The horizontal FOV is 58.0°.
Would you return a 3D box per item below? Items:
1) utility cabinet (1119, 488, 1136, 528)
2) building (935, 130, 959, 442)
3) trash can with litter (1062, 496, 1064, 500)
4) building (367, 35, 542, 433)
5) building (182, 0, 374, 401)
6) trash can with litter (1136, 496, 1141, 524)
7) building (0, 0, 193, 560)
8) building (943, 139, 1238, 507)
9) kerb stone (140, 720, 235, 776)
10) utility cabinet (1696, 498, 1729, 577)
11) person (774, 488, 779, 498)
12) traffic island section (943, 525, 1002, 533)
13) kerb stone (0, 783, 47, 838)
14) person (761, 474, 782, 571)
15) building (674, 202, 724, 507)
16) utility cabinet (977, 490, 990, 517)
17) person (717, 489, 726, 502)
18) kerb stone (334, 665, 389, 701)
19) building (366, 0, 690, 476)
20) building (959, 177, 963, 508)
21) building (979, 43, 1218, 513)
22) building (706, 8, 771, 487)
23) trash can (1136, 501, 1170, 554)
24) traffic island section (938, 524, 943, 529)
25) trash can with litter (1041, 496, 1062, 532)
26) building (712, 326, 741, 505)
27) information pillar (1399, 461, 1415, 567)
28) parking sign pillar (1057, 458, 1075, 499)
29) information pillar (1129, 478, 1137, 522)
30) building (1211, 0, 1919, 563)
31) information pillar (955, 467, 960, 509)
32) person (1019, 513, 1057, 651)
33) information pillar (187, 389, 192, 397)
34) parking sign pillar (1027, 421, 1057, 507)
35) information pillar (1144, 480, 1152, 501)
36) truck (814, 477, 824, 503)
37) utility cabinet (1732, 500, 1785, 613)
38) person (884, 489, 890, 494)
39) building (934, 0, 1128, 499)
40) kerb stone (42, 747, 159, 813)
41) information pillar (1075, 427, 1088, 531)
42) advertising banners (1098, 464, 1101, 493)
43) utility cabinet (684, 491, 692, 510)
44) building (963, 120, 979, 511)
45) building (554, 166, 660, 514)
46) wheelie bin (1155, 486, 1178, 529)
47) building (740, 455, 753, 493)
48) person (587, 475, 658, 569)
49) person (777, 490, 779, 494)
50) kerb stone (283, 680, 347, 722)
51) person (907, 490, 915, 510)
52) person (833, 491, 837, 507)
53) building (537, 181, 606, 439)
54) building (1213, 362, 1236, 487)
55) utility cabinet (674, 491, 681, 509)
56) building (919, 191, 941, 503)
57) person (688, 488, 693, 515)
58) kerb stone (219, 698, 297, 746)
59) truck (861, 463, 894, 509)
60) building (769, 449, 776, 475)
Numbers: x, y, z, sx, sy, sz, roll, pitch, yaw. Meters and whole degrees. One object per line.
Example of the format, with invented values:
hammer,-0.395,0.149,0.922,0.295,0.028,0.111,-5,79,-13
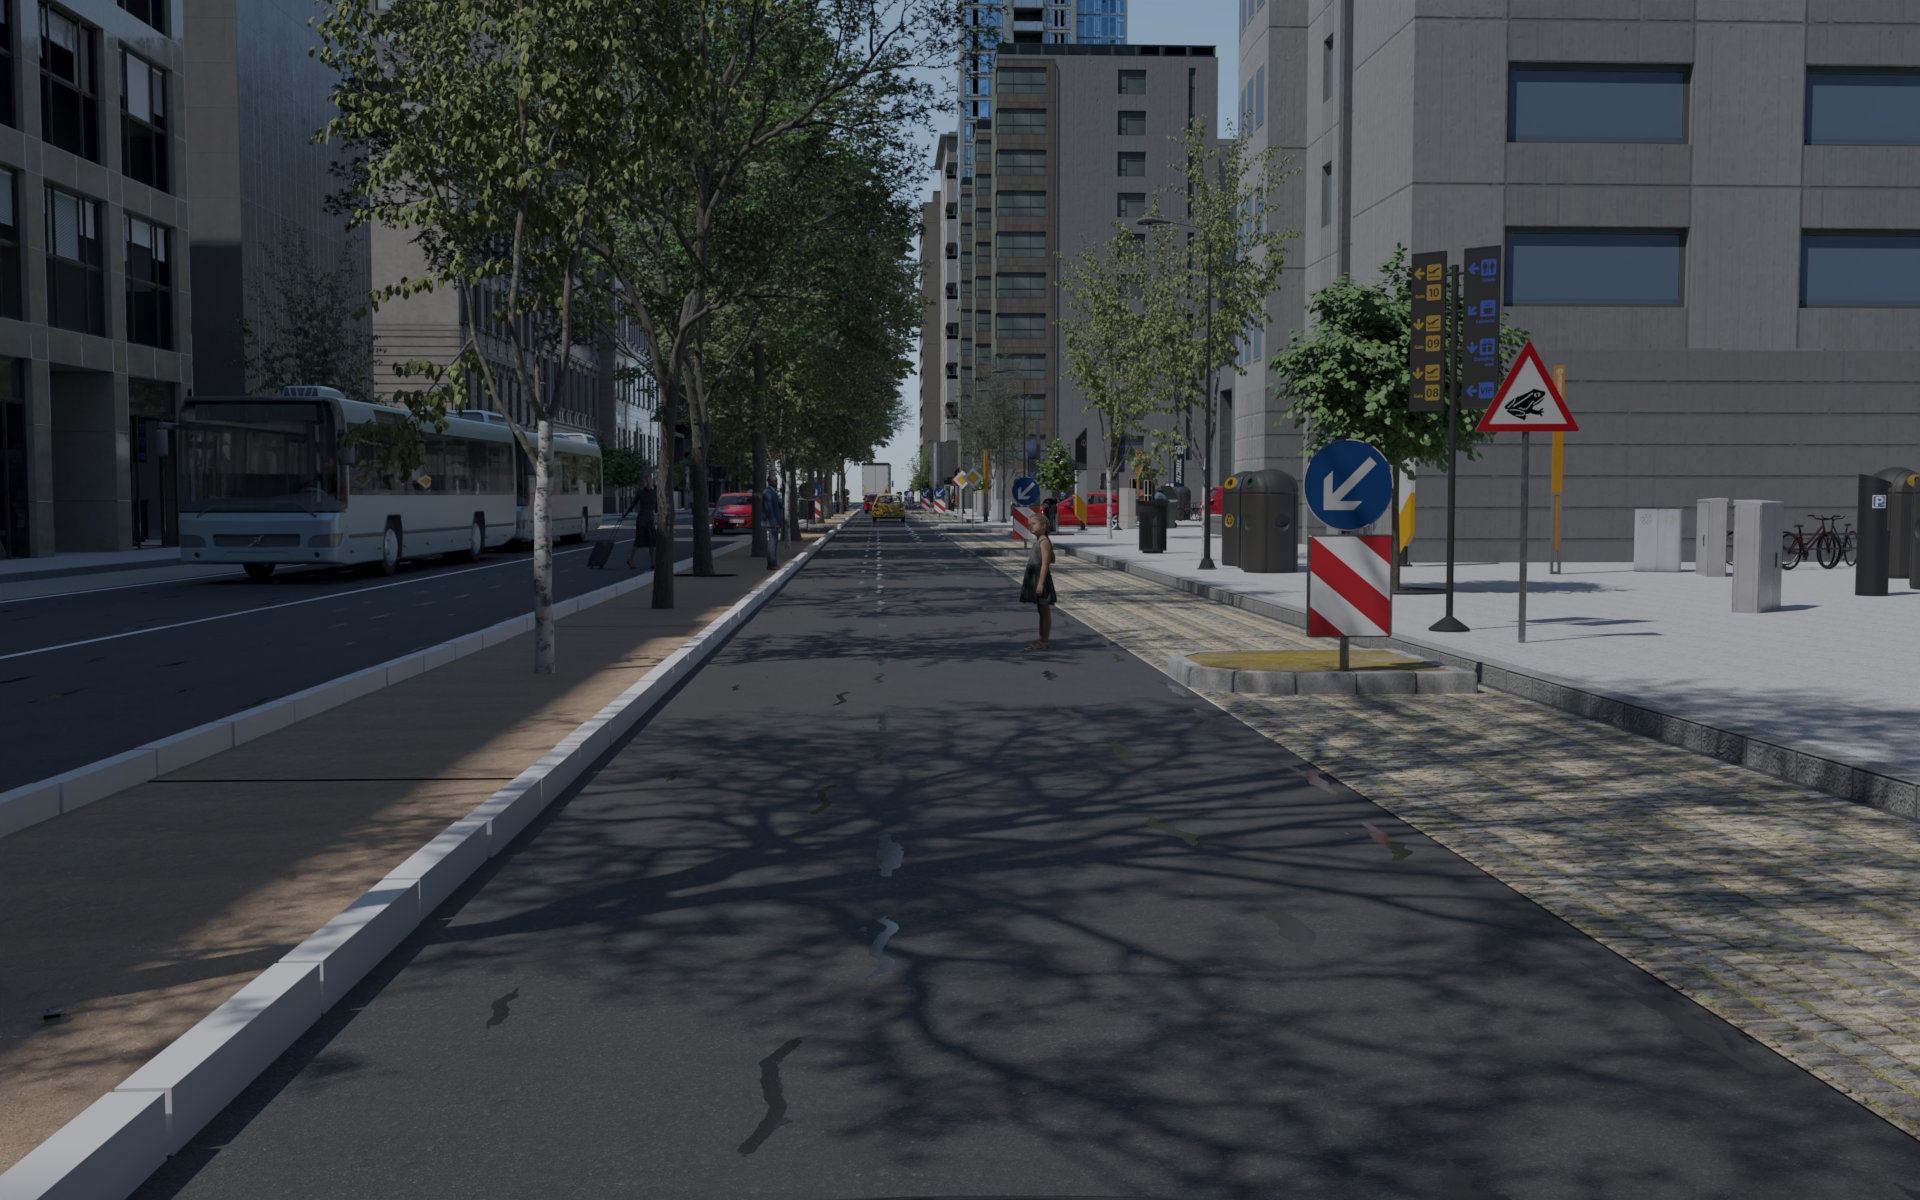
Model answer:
utility cabinet,6.223,-3.401,64.277,0.318,1.500,1.173,-1,4,-11
building,11.085,-40.261,247.506,28.713,52.752,27.495,0,4,-3
trash can with litter,4.879,-4.730,88.728,0.624,1.170,1.055,-3,4,-36
building,-26.223,-14.231,81.830,9.793,20.994,18.267,0,4,-3
building,-35.232,-14.387,54.287,30.058,24.678,14.314,0,4,-3
trash can with litter,7.147,-3.879,74.487,2.233,1.210,1.678,1,4,19
building,-27.575,-13.452,24.455,19.350,26.468,34.151,0,4,-3
building,14.505,-29.829,179.588,32.217,40.220,23.993,0,4,-3
kerb stone,-4.128,0.793,9.229,0.120,0.150,1.000,0,4,-3
utility cabinet,11.806,-0.983,27.227,0.306,1.237,1.020,1,4,14
person,-10.506,-5.470,97.732,0.655,1.846,0.447,1,4,22
traffic island section,0.506,-2.608,64.929,2.009,0.180,2.903,0,4,-3
kerb stone,-4.035,0.918,7.187,0.120,0.150,1.000,0,4,-3
person,-3.518,-1.455,32.476,0.419,1.800,0.721,-1,4,-9
building,-37.576,-32.630,188.118,22.147,44.769,28.867,0,4,-3
utility cabinet,1.308,-5.459,97.931,0.318,1.500,1.173,2,4,23
person,-15.767,-6.497,115.077,0.716,1.782,0.532,-2,4,-26
kerb stone,-4.282,0.604,12.314,0.120,0.150,1.000,0,4,-3
building,-39.508,-34.871,159.375,28.713,52.752,27.495,0,4,-3
building,6.804,-23.779,160.482,14.160,30.474,14.107,0,4,-3
building,8.956,-21.006,115.155,14.160,30.474,14.107,0,4,-3
building,-41.136,-58.810,274.212,22.319,86.520,31.000,0,4,-3
trash can,4.171,-1.577,37.441,0.748,1.137,0.748,0,3,0
traffic island section,0.124,-3.096,72.905,2.009,0.180,2.903,0,4,-3
trash can with litter,2.989,-2.916,59.071,0.624,1.170,1.055,-1,4,-8
building,-34.273,-26.843,210.586,14.160,30.474,14.107,0,4,-3
information pillar,7.869,-2.393,30.480,0.183,3.616,0.504,-1,4,-10
parking sign pillar,5.789,-6.595,96.306,1.447,3.967,1.447,1,4,21
information pillar,7.928,-4.579,79.356,0.304,2.012,0.304,-1,4,-19
building,18.138,-30.764,44.992,21.231,58.520,28.212,0,4,-3
information pillar,-0.233,-9.519,146.984,0.504,3.616,0.183,-2,4,-33
person,0.712,-0.167,15.908,0.373,1.253,0.362,-1,4,-11
information pillar,-17.186,-2.897,38.724,0.183,3.616,0.504,-2,4,-26
parking sign pillar,2.721,-4.581,63.365,1.447,3.967,1.447,0,4,1
information pillar,9.912,-5.306,91.241,0.304,2.012,0.304,-3,4,-36
truck,-23.464,-18.192,286.349,2.839,4.237,11.283,0,4,-4
utility cabinet,8.781,-0.482,19.039,0.306,1.237,1.020,3,4,38
person,-5.456,-7.441,130.140,0.580,1.828,0.573,1,4,21
building,8.511,-54.599,205.365,22.319,86.520,31.000,0,4,-3
kerb stone,-4.078,0.859,8.208,0.120,0.150,1.000,0,4,-3
information pillar,4.239,-4.234,60.574,0.504,3.616,0.183,-3,4,-38
advertising banners,8.096,-6.389,100.645,0.090,3.025,2.074,0,4,1
utility cabinet,-21.141,-7.753,135.444,0.318,1.500,1.173,1,4,21
building,7.873,-22.354,137.195,14.160,30.474,14.107,0,4,-3
building,-28.737,-20.010,124.425,12.463,27.353,25.104,0,4,-3
wheelie bin,7.666,-3.466,64.585,0.693,1.594,0.980,3,5,44
building,-39.562,-36.148,245.649,22.147,44.769,28.867,0,4,-3
person,-6.358,-1.503,33.285,1.509,1.804,0.699,1,4,22
person,-15.276,-8.304,144.692,0.534,1.772,0.576,-1,4,-19
kerb stone,-4.225,0.667,11.285,0.120,0.150,1.000,0,4,-3
person,-4.255,-8.793,152.127,0.709,1.838,0.599,2,4,27
person,-13.550,-11.046,189.198,1.348,1.812,0.705,-2,4,-24
building,-27.911,-16.229,101.498,11.583,22.565,21.152,0,4,-3
building,28.730,-47.275,85.619,31.000,86.520,22.319,0,4,-3
utility cabinet,-23.618,-8.303,144.433,0.318,1.500,1.173,-2,4,-32
building,4.529,-39.642,271.851,21.300,48.544,21.600,0,4,-3
person,-17.976,-6.627,116.689,0.795,1.843,0.661,3,4,38
kerb stone,-4.172,0.730,10.259,0.120,0.150,1.000,0,4,-3
truck,-7.609,-10.420,159.273,2.839,4.237,11.283,0,4,-1
building,-39.192,-39.635,298.146,14.600,45.320,14.200,0,4,-3
